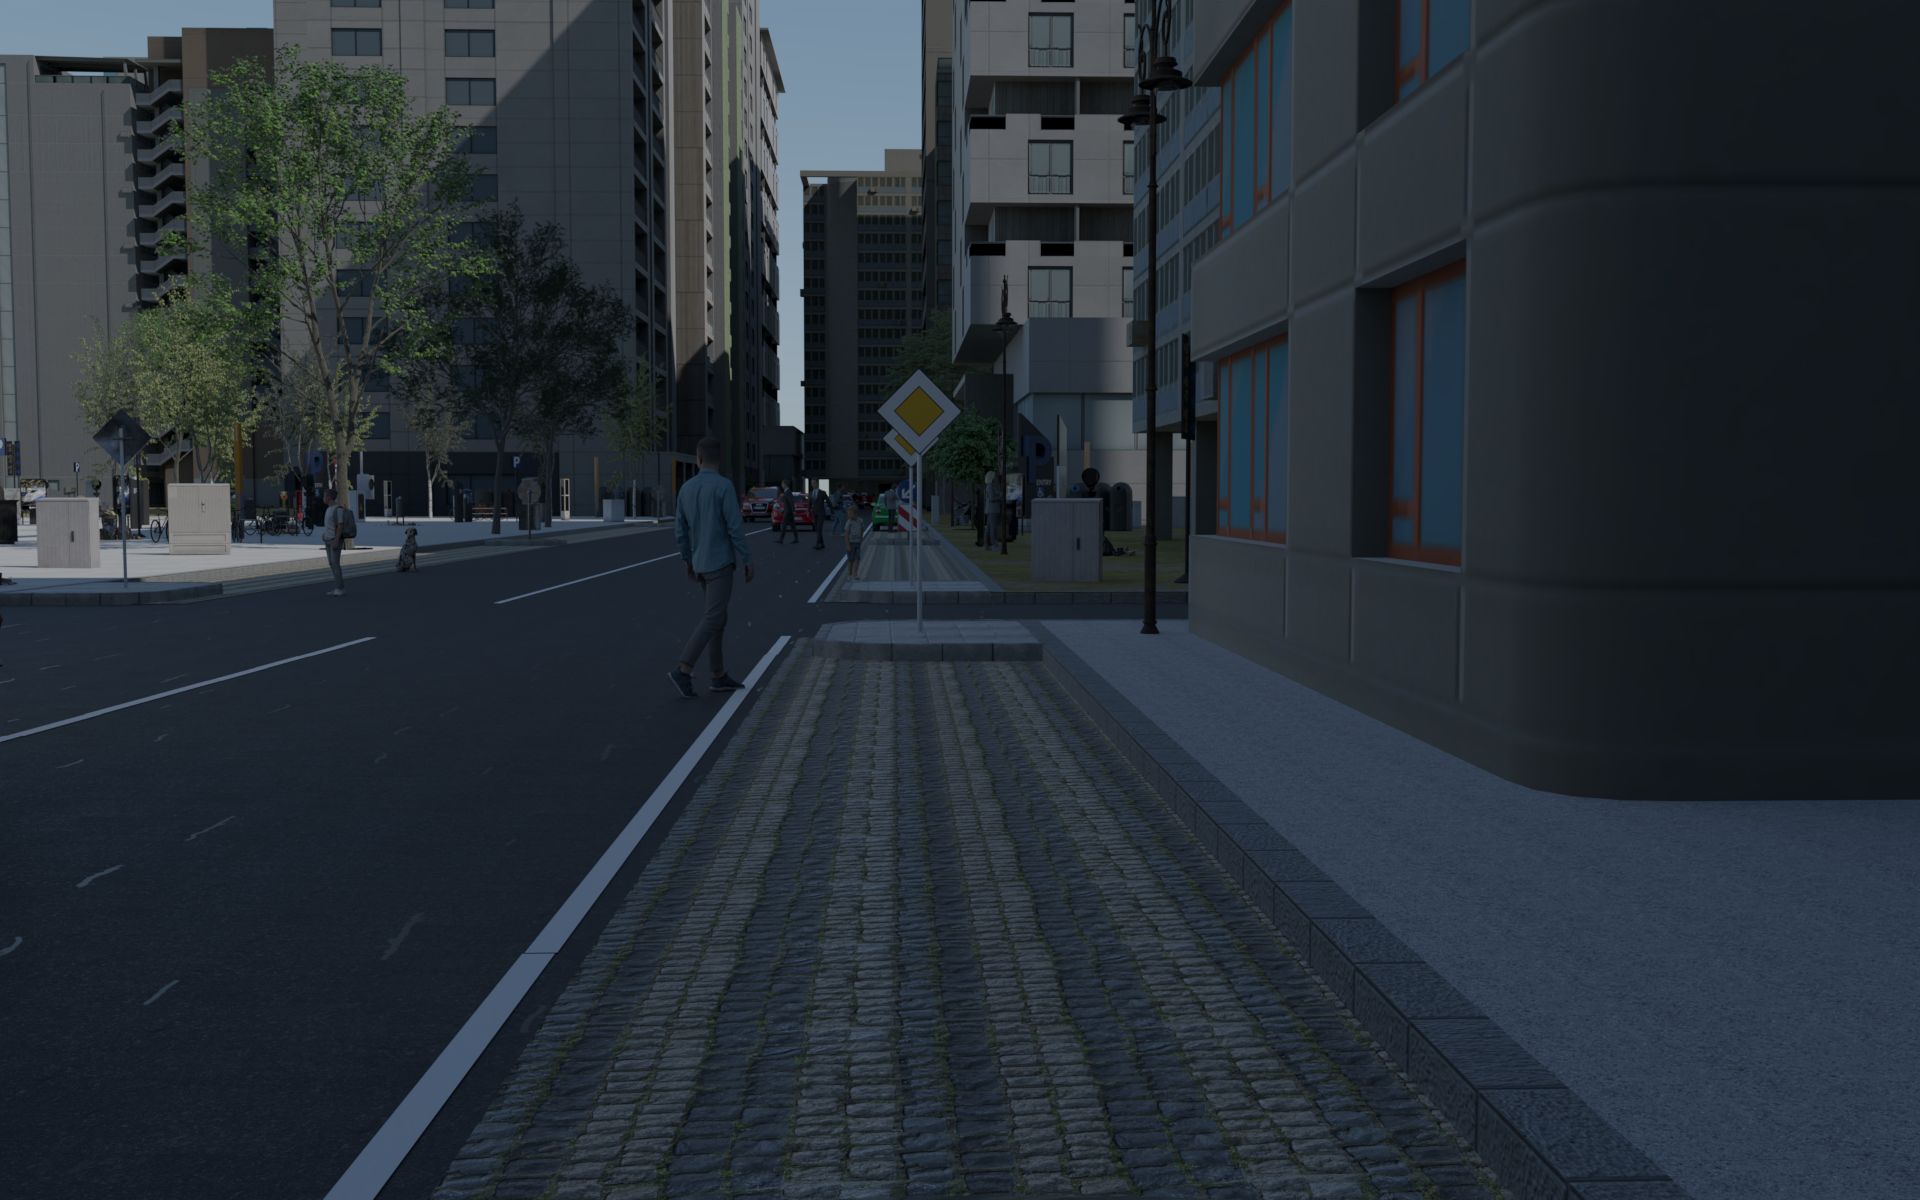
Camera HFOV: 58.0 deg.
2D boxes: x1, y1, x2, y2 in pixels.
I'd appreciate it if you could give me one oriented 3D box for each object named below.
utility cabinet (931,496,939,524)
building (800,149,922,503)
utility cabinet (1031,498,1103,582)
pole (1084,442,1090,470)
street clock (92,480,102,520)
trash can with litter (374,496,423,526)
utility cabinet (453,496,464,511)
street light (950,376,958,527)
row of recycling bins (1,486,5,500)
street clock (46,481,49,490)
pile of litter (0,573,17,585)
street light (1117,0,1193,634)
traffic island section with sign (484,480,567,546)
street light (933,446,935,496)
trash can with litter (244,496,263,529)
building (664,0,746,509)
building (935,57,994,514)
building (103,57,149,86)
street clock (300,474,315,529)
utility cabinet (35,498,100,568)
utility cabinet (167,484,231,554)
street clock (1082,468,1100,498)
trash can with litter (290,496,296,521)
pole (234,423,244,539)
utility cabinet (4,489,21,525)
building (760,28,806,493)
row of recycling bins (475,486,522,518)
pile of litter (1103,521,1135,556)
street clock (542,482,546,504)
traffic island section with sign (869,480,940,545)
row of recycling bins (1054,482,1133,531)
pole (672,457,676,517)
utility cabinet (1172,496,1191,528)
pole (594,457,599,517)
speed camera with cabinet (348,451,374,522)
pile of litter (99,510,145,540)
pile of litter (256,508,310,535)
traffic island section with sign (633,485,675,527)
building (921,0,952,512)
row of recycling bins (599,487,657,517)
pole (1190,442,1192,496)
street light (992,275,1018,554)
[{"bbox_3d":[-1.047,-3.846,74.042,0.306,1.237,1.020,0,4,-3],"label":"utility cabinet"},{"bbox_3d":[-5.928,-30.935,197.667,23.993,40.220,32.217,0,4,-2],"label":"building"},{"bbox_3d":[1.578,-0.879,25.539,1.020,1.237,0.306,1,4,14],"label":"utility cabinet"},{"bbox_3d":[4.952,-4.512,67.620,0.158,3.312,0.155,0,3,0],"label":"pole"},{"bbox_3d":[-42.518,-4.938,85.313,0.471,2.002,0.358,-2,4,-26],"label":"street clock"},{"bbox_3d":[-22.607,-3.619,70.230,2.233,1.210,1.678,3,5,43],"label":"trash can with litter"},{"bbox_3d":[-27.532,-5.147,95.321,0.306,1.237,1.020,-3,5,-42],"label":"utility cabinet"},{"bbox_3d":[-0.299,-5.825,68.023,0.468,5.910,1.993,0,4,-2],"label":"street light"},{"bbox_3d":[-33.289,-3.042,56.847,1.069,1.692,3.534,3,5,43],"label":"row of recycling bins"},{"bbox_3d":[-50.094,-5.513,94.713,0.358,2.002,0.471,2,4,35],"label":"street clock"},{"bbox_3d":[-14.222,-0.641,24.451,1.719,0.858,1.176,1,4,19],"label":"pile of litter"},{"bbox_3d":[1.747,-2.628,15.760,0.468,5.910,1.993,0,4,-2],"label":"street light"},{"bbox_3d":[-12.067,-2.429,48.344,1.989,1.847,2.006,0,4,-2],"label":"traffic island section with sign"},{"bbox_3d":[-1.499,-7.708,98.819,0.468,5.910,1.993,0,4,-2],"label":"street light"},{"bbox_3d":[-26.302,-3.180,63.050,2.233,1.210,1.678,-1,4,-13],"label":"trash can with litter"},{"bbox_3d":[-25.187,-27.938,140.386,14.154,41.232,14.086,0,4,-2],"label":"building"},{"bbox_3d":[5.265,-21.224,118.710,14.160,30.474,14.107,0,4,-2],"label":"building"},{"bbox_3d":[-76.228,-34.909,190.364,30.456,49.044,23.786,0,4,-2],"label":"building"},{"bbox_3d":[-25.381,-3.843,67.396,0.471,2.002,0.358,0,4,1],"label":"street clock"},{"bbox_3d":[-15.471,-1.154,30.031,1.020,1.237,0.306,1,4,9],"label":"utility cabinet"},{"bbox_3d":[-16.015,-1.700,36.479,1.173,1.500,0.318,-1,4,-17],"label":"utility cabinet"},{"bbox_3d":[3.612,-2.649,47.885,0.471,2.002,0.358,1,4,16],"label":"street clock"},{"bbox_3d":[-31.111,-4.382,82.701,2.233,1.210,1.678,-2,4,-27],"label":"trash can with litter"},{"bbox_3d":[-20.750,-3.425,49.843,0.158,3.312,0.155,0,3,0],"label":"pole"},{"bbox_3d":[-38.764,-3.762,70.188,1.173,1.500,0.318,-1,4,-14],"label":"utility cabinet"},{"bbox_3d":[-32.082,-37.111,195.996,27.495,52.752,28.713,0,4,-2],"label":"building"},{"bbox_3d":[-25.430,-5.408,95.540,1.069,1.692,3.534,2,4,26],"label":"row of recycling bins"},{"bbox_3d":[3.008,-1.370,36.373,1.176,0.858,1.719,-1,4,-16],"label":"pile of litter"},{"bbox_3d":[-22.639,-5.508,94.627,0.358,2.002,0.471,0,4,5],"label":"street clock"},{"bbox_3d":[-1.568,-2.470,49.009,1.989,1.847,2.006,0,4,-2],"label":"traffic island section with sign"},{"bbox_3d":[4.548,-3.281,60.763,3.534,1.692,1.069,3,5,40],"label":"row of recycling bins"},{"bbox_3d":[-15.775,-6.221,95.560,0.158,3.312,0.155,0,3,0],"label":"pole"},{"bbox_3d":[8.243,-3.281,64.801,1.020,1.237,0.306,-1,4,-9],"label":"utility cabinet"},{"bbox_3d":[-19.928,-6.187,94.993,0.158,3.312,0.155,0,3,0],"label":"pole"},{"bbox_3d":[-27.602,-5.218,79.645,0.660,3.252,2.038,0,4,4],"label":"speed camera with cabinet"},{"bbox_3d":[-23.824,-2.111,48.476,1.719,0.858,1.176,0,4,-6],"label":"pile of litter"},{"bbox_3d":[-21.670,-2.542,55.527,1.719,0.858,1.176,-1,4,-23],"label":"pile of litter"},{"bbox_3d":[-13.095,-4.077,75.280,1.989,1.847,2.006,0,4,-2],"label":"traffic island section with sign"},{"bbox_3d":[7.797,-31.339,136.087,21.300,48.544,21.600,0,4,-2],"label":"building"},{"bbox_3d":[-18.809,-5.524,97.431,3.534,1.692,1.069,-2,4,-33],"label":"row of recycling bins"},{"bbox_3d":[9.018,-4.533,67.954,0.158,3.312,0.155,0,3,0],"label":"pole"},{"bbox_3d":[0.940,-3.908,36.684,0.468,5.910,1.993,0,4,-2],"label":"street light"}]
